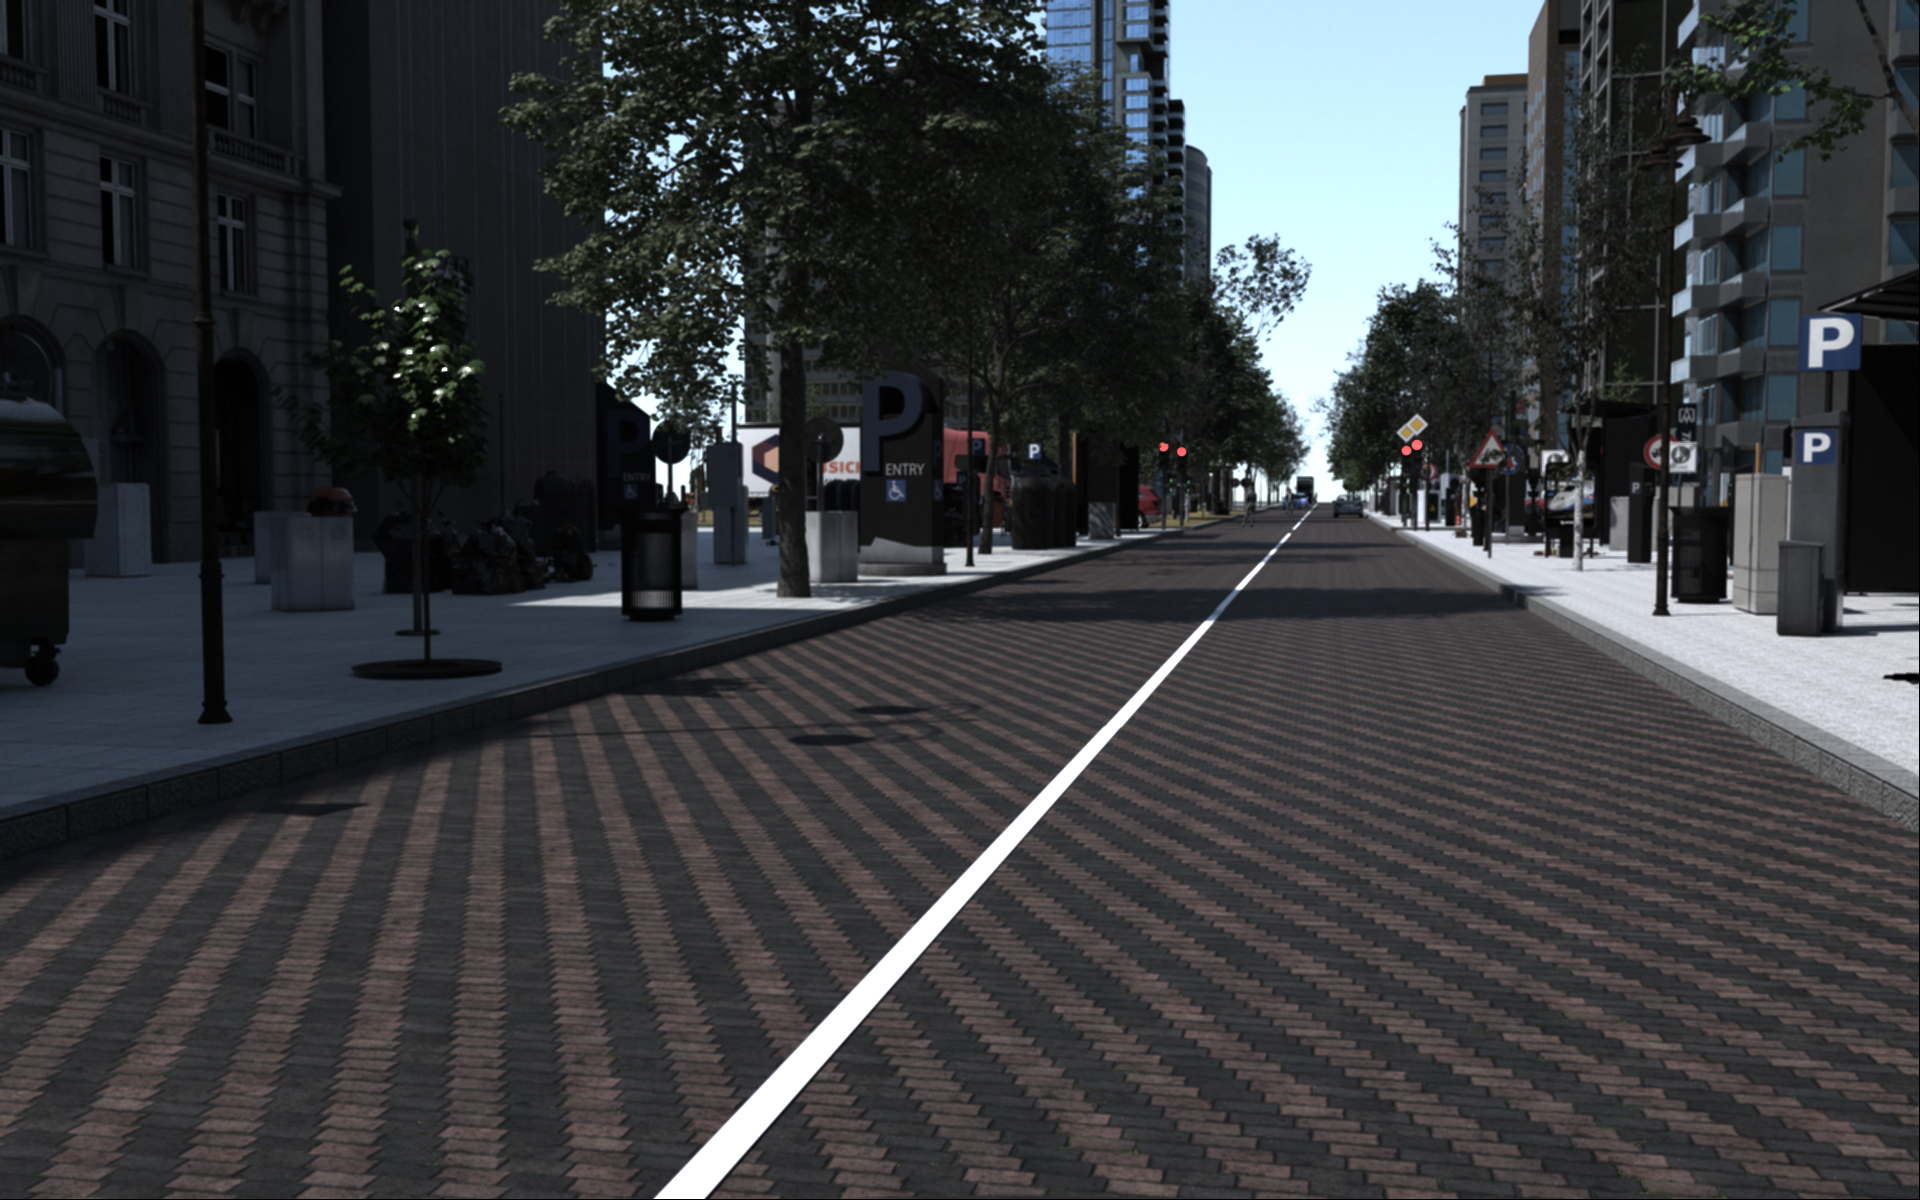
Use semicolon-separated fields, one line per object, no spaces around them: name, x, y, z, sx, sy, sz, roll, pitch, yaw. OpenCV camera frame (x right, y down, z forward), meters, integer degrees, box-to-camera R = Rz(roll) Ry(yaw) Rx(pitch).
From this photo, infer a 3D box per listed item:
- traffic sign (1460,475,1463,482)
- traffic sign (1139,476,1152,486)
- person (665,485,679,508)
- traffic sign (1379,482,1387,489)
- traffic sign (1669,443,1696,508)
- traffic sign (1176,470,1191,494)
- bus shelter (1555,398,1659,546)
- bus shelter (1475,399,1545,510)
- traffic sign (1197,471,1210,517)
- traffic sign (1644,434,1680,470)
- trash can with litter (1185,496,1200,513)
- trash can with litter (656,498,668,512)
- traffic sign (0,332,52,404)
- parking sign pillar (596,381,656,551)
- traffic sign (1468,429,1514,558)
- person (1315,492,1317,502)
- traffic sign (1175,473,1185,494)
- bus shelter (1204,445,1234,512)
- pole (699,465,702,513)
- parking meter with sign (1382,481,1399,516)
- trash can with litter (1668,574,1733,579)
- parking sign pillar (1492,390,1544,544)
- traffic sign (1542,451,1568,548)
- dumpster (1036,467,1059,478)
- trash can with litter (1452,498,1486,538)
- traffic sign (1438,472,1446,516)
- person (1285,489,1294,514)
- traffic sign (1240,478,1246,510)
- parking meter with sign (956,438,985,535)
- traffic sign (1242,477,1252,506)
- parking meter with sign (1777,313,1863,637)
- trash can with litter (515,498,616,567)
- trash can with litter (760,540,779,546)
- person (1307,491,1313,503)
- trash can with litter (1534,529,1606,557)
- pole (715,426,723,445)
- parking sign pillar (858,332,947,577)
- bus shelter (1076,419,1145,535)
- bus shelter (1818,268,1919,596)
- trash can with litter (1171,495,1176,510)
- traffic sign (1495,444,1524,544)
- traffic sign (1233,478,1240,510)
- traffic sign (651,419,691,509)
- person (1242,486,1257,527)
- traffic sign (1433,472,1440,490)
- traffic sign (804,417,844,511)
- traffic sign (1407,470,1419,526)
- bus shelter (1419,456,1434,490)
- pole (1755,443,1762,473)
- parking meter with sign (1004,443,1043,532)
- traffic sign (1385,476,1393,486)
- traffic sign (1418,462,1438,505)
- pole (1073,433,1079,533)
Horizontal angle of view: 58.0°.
traffic sign;31.232;-6.603;108.065;0.768;2.556;0.104;1;4;18
traffic sign;10.443;-6.007;98.219;0.884;2.594;0.081;1;4;21
person;-12.063;-3.875;71.834;0.794;1.824;0.713;-2;4;-27
traffic sign;34.016;-8.389;139.291;0.606;2.300;0.079;1;4;21
traffic sign;14.250;-1.968;34.314;0.606;2.300;0.079;1;4;13
traffic sign;9.401;-4.334;72.988;0.606;2.300;0.079;1;4;12
bus shelter;16.874;-3.310;45.400;1.731;3.624;6.357;1;4;12
bus shelter;22.295;-5.697;70.773;2.179;5.291;8.768;1;4;12
traffic sign;13.494;-5.869;96.058;0.768;2.556;0.104;1;4;20
traffic sign;14.830;-2.231;36.579;0.768;2.556;0.104;1;4;18
trash can with litter;16.126;-6.650;120.107;1.055;1.170;0.624;-3;5;-42
trash can with litter;-14.713;-4.343;82.073;1.678;1.210;2.233;-3;5;-44
traffic sign;-7.488;-0.830;13.669;0.768;2.556;0.104;1;4;16
parking sign pillar;-7.682;-3.145;39.890;1.447;3.967;1.447;-2;4;-35
traffic sign;10.593;-2.113;34.556;0.884;2.594;0.081;1;4;21
person;61.194;-17.682;297.611;0.705;1.823;1.348;0;4;2
traffic sign;10.544;-4.931;82.757;0.606;2.300;0.079;1;4;20
bus shelter;19.358;-9.291;129.541;2.179;5.291;8.768;1;4;12
pole;-18.045;-7.740;120.398;0.158;3.312;0.155;0;3;0
parking meter with sign;25.647;-6.460;101.878;1.738;3.016;0.543;2;4;34
trash can with litter;11.899;-0.935;26.349;2.233;1.210;1.678;1;4;13
parking sign pillar;14.585;-3.480;45.374;1.447;3.967;1.447;1;4;16
traffic sign;13.994;-2.364;40.780;0.606;2.300;0.079;1;4;21
dumpster;3.156;-3.673;62.548;1.502;2.255;1.985;1;4;12
trash can with litter;14.988;-2.411;50.805;1.055;1.170;0.624;2;4;27
traffic sign;27.855;-6.081;99.536;0.768;2.556;0.104;1;4;19
person;23.304;-6.950;122.113;0.794;1.824;0.713;3;4;36
traffic sign;22.363;-8.310;135.974;0.768;2.556;0.104;1;4;21
parking meter with sign;0.178;-3.504;53.550;0.543;3.016;1.738;2;4;24
traffic sign;21.817;-8.052;131.752;0.768;2.556;0.104;1;4;21
parking meter with sign;8.016;-1.220;16.205;0.543;3.016;1.738;2;4;32
trash can with litter;-7.266;-1.204;30.735;2.233;1.210;1.678;0;4;2
trash can with litter;-4.416;-1.999;43.741;1.678;1.210;2.233;2;4;29
person;53.280;-15.649;263.999;1.348;1.869;0.705;-1;4;-13
trash can with litter;12.867;-1.544;36.302;2.233;1.210;1.678;-2;4;-34
pole;-7.212;-3.551;51.908;0.158;3.312;0.155;0;3;0
parking sign pillar;-0.925;-2.384;27.457;1.447;3.967;1.447;2;4;26
bus shelter;5.113;-4.039;57.315;1.731;3.624;6.357;1;4;12
bus shelter;10.981;-1.677;18.701;1.731;3.624;6.357;1;4;12
trash can with litter;16.696;-7.619;135.957;0.624;1.170;1.055;-1;4;-11
traffic sign;13.956;-2.692;44.116;0.768;2.556;0.104;1;4;16
traffic sign;21.754;-8.370;136.948;0.768;2.556;0.104;1;4;20
traffic sign;-4.922;-1.794;29.443;0.768;2.556;0.104;1;4;21
person;12.537;-4.051;75.014;0.520;1.790;0.573;-2;4;-28
traffic sign;27.537;-6.135;100.421;0.768;2.556;0.104;1;4;12
traffic sign;-2.289;-1.737;28.510;0.768;2.556;0.104;1;4;16
traffic sign;17.924;-4.192;68.645;0.768;2.556;0.104;1;4;18
bus shelter;32.145;-8.604;118.304;2.179;5.291;8.768;1;4;12
pole;31.623;-4.575;68.643;0.158;3.312;0.155;0;3;0
parking meter with sign;2.120;-3.827;58.840;0.543;3.016;1.738;2;4;34
traffic sign;30.343;-7.456;122.004;0.768;2.556;0.104;1;4;15
traffic sign;18.364;-4.158;68.088;0.768;2.556;0.104;1;4;16
pole;3.859;-3.897;57.553;0.158;3.312;0.155;0;3;0
